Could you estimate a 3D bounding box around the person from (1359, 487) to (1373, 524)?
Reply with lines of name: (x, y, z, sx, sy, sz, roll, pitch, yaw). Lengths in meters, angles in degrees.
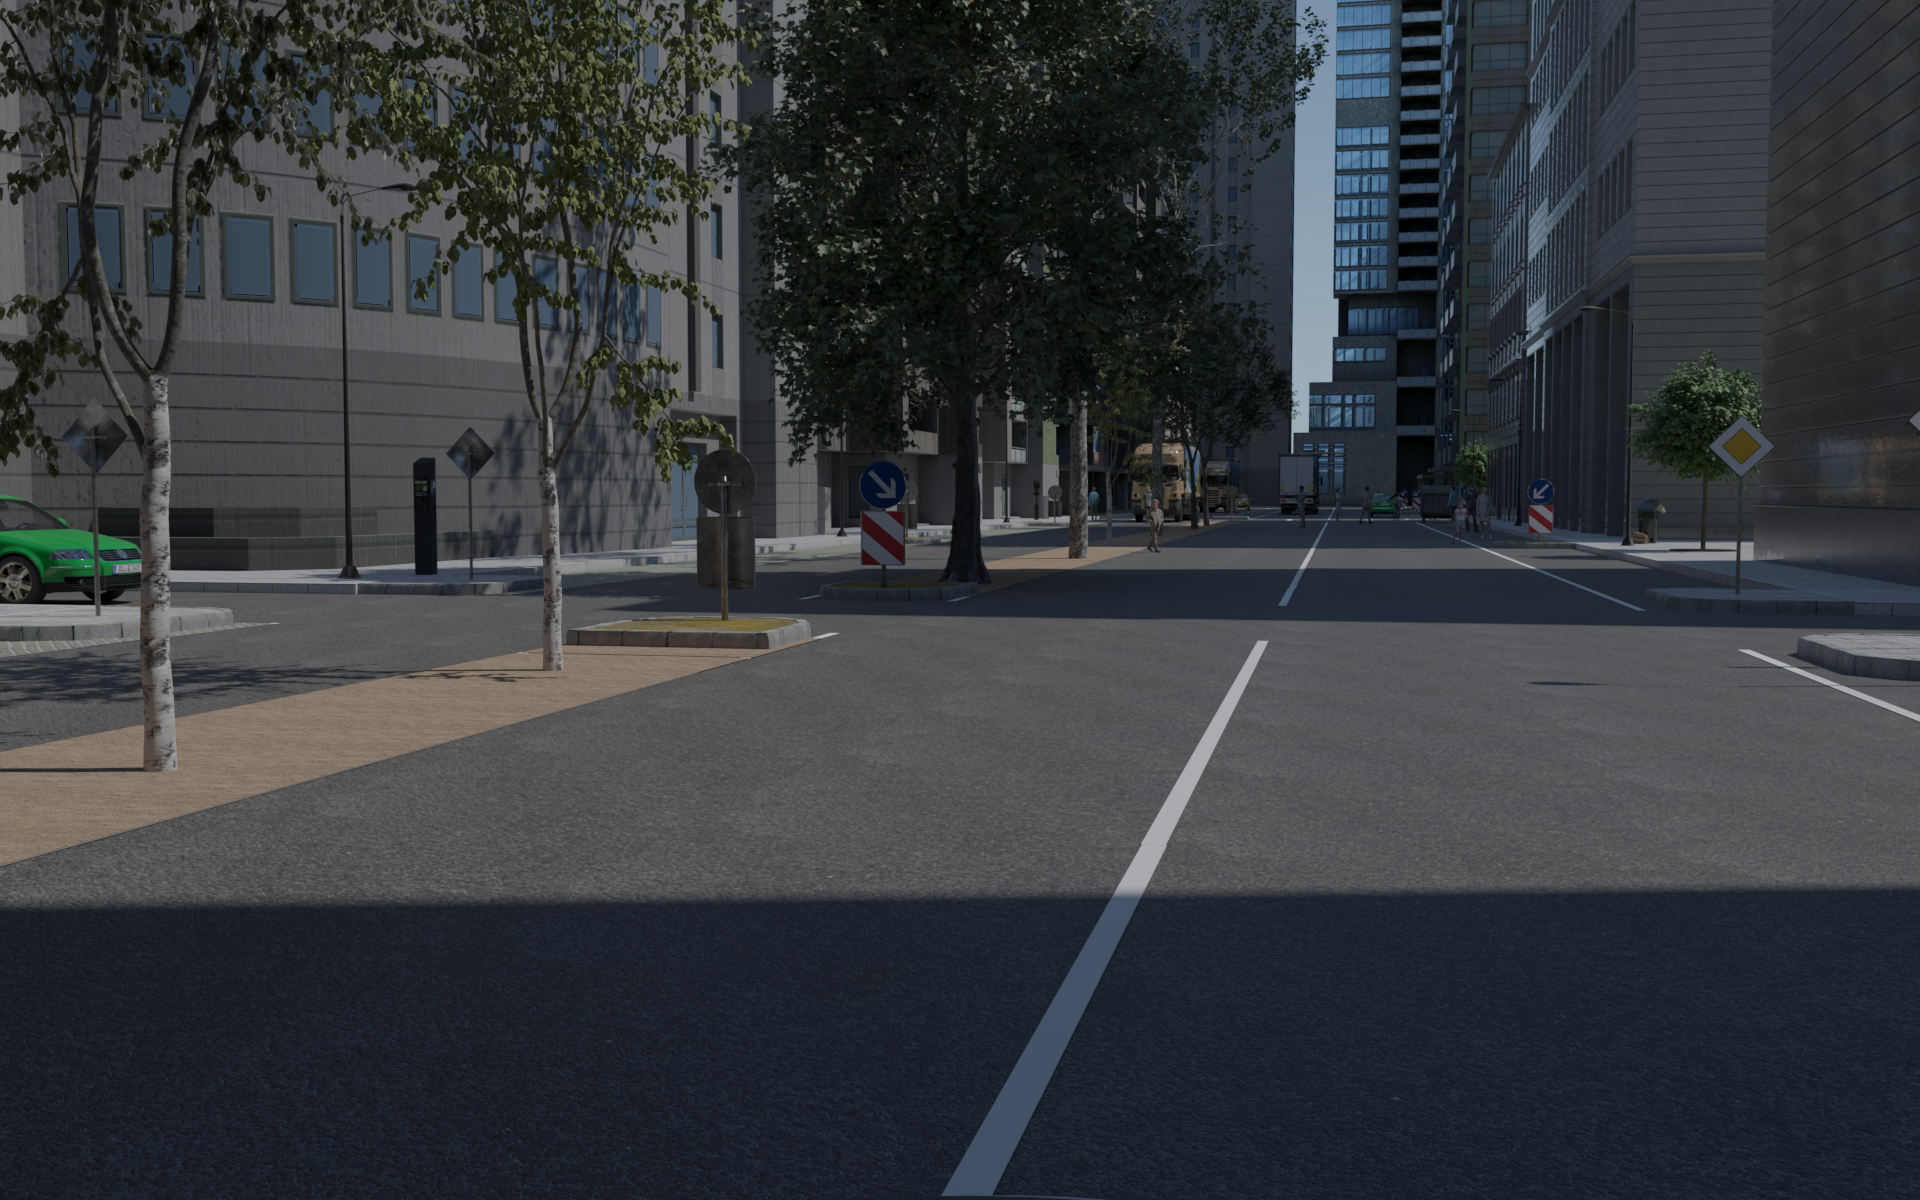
person: (19.492, -4.551, 83.180, 0.850, 1.792, 0.678, -3, 4, -39)

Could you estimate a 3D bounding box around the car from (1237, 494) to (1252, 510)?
car: (25.045, -8.843, 154.813, 2.015, 1.641, 3.980, 1, 4, 10)

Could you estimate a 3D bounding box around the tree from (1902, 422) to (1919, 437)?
tree: (12.137, -1.564, 20.176, 1.663, 3.219, 1.824, 0, 3, 0)

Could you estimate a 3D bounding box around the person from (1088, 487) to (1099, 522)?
person: (6.917, -4.936, 89.547, 0.601, 1.785, 0.444, 0, 4, -5)

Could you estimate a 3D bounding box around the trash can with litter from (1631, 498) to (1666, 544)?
trash can with litter: (17.763, -2.041, 44.762, 0.624, 1.170, 1.055, 3, 5, 39)

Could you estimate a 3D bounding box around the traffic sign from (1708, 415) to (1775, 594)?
traffic sign: (9.947, -1.129, 22.106, 0.795, 2.450, 0.064, 1, 4, 12)

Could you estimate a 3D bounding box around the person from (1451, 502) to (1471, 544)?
person: (14.356, -2.208, 49.617, 0.505, 1.210, 0.382, 0, 4, 4)

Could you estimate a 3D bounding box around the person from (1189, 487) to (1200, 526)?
person: (10.422, -4.138, 76.710, 0.519, 1.759, 0.362, -3, 4, -37)

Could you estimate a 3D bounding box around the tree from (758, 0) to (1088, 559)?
tree: (1.609, -11.034, 38.747, 12.611, 20.169, 13.585, 0, 3, 0)

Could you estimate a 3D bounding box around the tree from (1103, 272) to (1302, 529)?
tree: (9.633, -8.176, 70.540, 8.767, 10.594, 7.601, 1, 4, 12)

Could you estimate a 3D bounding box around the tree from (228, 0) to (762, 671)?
tree: (-3.302, -3.711, 13.498, 4.737, 8.622, 4.395, 0, 3, 0)

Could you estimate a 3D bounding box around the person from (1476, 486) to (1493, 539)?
person: (16.851, -2.822, 55.640, 0.512, 1.701, 0.522, 1, 4, 15)

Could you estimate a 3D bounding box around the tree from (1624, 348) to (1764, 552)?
tree: (16.801, -3.374, 38.884, 4.285, 4.588, 4.351, 0, 3, 0)

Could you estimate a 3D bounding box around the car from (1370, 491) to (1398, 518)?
car: (26.134, -5.995, 106.806, 1.959, 1.807, 4.718, 1, 4, 12)

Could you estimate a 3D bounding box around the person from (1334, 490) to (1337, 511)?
person: (32.210, -8.554, 148.350, 0.705, 1.826, 1.348, 0, 4, 4)

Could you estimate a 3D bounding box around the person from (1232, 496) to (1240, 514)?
person: (19.940, -7.092, 125.369, 0.530, 1.710, 0.541, 0, 4, -8)

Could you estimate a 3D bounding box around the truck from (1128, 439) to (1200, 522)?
truck: (10.850, -6.237, 90.887, 2.839, 4.237, 11.283, 1, 4, 13)

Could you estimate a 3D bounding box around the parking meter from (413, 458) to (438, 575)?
parking meter: (-8.503, -1.335, 27.539, 0.255, 1.863, 0.399, 0, 4, 2)

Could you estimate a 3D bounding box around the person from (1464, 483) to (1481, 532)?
person: (19.287, -3.481, 65.224, 0.655, 1.846, 0.447, 0, 4, 0)

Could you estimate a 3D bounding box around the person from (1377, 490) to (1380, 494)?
person: (31.448, -7.381, 130.096, 0.541, 1.710, 0.530, -3, 5, -44)

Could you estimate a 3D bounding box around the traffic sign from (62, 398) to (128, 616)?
traffic sign: (-9.049, -0.886, 18.128, 0.795, 2.450, 0.064, 1, 4, 12)

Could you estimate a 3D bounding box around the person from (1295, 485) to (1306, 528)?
person: (14.576, -4.008, 74.211, 0.466, 1.800, 0.511, -1, 4, -10)

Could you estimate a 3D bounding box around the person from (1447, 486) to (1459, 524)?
person: (22.992, -4.406, 80.559, 0.660, 1.820, 0.620, -3, 4, -39)

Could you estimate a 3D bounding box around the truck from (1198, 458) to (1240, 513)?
truck: (20.492, -9.087, 137.485, 2.839, 4.237, 11.283, 1, 4, 14)

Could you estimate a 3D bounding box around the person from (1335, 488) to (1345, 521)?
person: (19.985, -5.016, 91.076, 0.524, 1.755, 0.480, 1, 4, 13)

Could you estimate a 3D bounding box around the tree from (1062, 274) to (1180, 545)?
tree: (4.181, -5.826, 48.082, 4.737, 8.622, 4.395, 0, 3, 0)

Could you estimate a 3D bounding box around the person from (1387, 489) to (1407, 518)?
person: (26.118, -5.763, 103.547, 1.217, 1.723, 0.721, 0, 4, -5)

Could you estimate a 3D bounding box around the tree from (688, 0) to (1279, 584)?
tree: (0.123, -6.610, 27.546, 9.611, 12.733, 9.660, 0, 3, 0)

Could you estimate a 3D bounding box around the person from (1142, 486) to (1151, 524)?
person: (8.988, -4.573, 83.449, 0.537, 1.800, 0.526, -1, 4, -19)

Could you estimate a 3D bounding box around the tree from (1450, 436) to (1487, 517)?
tree: (29.639, -7.036, 98.751, 4.285, 4.588, 4.351, 0, 3, 0)

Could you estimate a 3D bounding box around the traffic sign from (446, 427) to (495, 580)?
traffic sign: (-7.328, -1.363, 25.926, 0.795, 2.450, 0.064, 1, 4, 12)

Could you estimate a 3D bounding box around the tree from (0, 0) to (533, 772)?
tree: (-4.096, -3.431, 8.921, 4.360, 8.622, 3.978, 0, 3, 0)

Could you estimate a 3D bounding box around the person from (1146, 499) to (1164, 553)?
person: (4.798, -1.820, 42.528, 0.475, 1.303, 0.640, -2, 4, -32)

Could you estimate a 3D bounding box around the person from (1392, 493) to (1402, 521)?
person: (23.487, -5.014, 93.068, 0.503, 1.515, 0.523, 0, 4, -6)

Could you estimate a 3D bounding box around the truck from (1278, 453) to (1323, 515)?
truck: (24.455, -8.288, 124.418, 2.839, 4.237, 11.283, 1, 4, 14)

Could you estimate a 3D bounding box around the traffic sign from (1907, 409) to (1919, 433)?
traffic sign: (8.226, -0.652, 14.308, 0.795, 2.450, 0.064, 1, 4, 12)

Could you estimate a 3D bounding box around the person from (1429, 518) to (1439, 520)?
person: (26.106, -5.329, 95.731, 0.391, 1.810, 0.635, -3, 5, -41)
